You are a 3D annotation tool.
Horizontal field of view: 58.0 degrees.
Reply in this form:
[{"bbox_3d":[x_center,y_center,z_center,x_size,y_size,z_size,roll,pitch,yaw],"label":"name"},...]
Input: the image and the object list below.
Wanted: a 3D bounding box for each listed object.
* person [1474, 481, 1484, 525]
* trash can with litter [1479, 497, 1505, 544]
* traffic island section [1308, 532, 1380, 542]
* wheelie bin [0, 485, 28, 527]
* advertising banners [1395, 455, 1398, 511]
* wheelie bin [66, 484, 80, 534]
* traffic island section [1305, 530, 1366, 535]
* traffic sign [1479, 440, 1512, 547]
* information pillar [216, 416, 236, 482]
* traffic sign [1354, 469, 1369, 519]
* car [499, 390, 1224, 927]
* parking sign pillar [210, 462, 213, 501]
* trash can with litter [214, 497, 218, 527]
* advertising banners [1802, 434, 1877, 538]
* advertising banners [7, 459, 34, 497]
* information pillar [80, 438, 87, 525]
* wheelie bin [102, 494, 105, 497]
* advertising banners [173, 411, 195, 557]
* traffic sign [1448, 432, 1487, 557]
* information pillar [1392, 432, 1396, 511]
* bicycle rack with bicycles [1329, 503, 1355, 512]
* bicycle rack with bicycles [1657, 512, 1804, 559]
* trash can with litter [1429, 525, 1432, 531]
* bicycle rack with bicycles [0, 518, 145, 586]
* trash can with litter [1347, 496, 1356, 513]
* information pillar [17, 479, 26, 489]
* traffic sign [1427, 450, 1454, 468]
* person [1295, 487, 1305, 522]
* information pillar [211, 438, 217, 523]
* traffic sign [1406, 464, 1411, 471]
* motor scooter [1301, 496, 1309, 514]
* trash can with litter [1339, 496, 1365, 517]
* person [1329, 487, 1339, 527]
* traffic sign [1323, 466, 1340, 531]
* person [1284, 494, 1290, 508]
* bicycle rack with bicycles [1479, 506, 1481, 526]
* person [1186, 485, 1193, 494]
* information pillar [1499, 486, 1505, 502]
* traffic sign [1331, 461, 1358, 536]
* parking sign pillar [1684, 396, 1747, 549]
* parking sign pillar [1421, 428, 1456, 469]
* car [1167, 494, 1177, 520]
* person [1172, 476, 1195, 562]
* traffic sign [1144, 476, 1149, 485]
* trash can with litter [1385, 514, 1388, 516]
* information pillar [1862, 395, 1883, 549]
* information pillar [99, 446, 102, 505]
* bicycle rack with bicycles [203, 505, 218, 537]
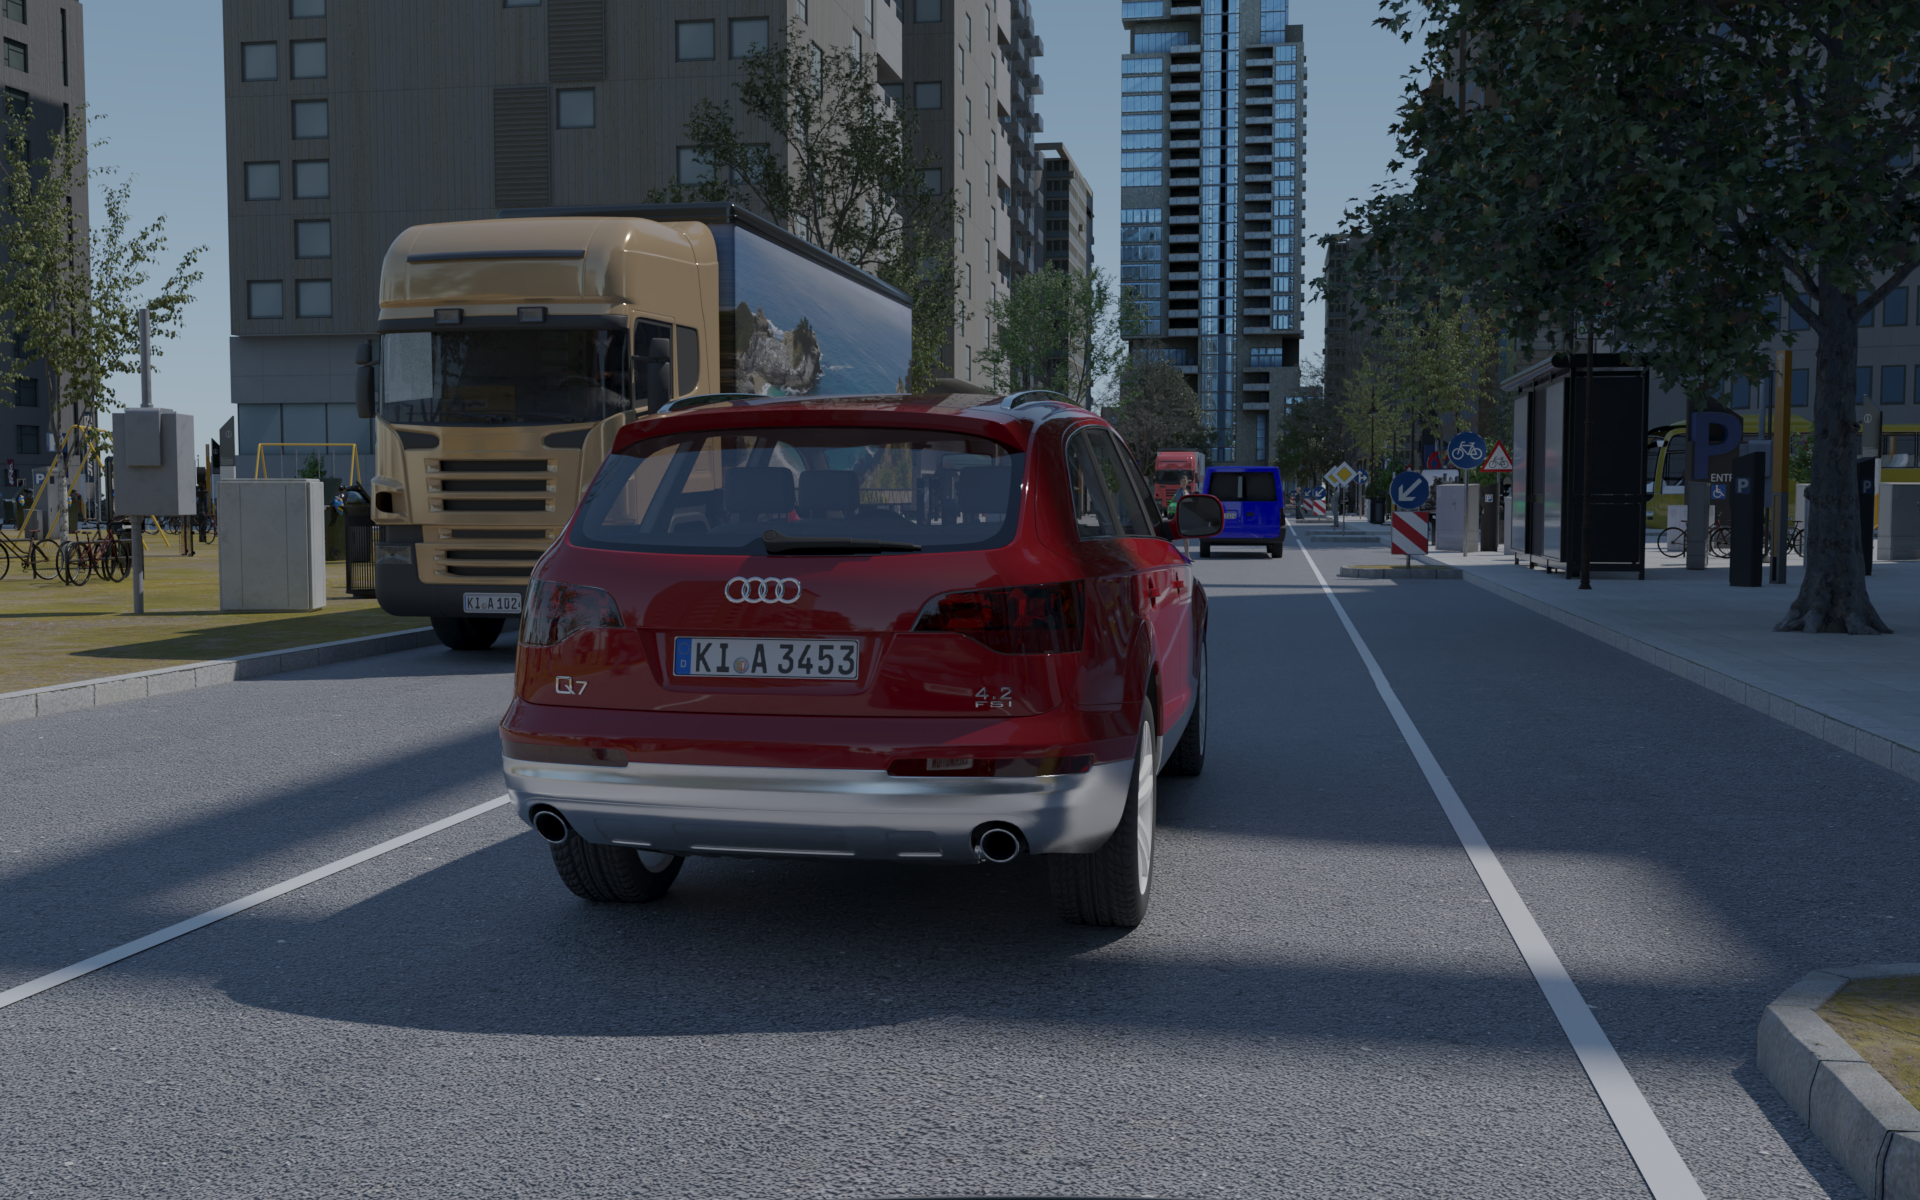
[{"bbox_3d":[16.400,-2.853,55.051,0.656,1.842,0.836,1,4,19],"label":"person"},{"bbox_3d":[13.962,-2.019,44.402,1.055,1.170,0.624,-2,4,-26],"label":"trash can with litter"},{"bbox_3d":[11.730,-1.871,52.872,2.009,0.180,2.903,1,4,10],"label":"traffic island section"},{"bbox_3d":[-39.711,-3.948,72.454,0.980,1.594,0.693,-2,4,-25],"label":"wheelie bin"},{"bbox_3d":[19.289,-4.913,76.510,0.090,3.025,2.074,1,4,17],"label":"advertising banners"},{"bbox_3d":[-28.815,-2.927,55.766,0.980,1.594,0.693,2,4,27],"label":"wheelie bin"},{"bbox_3d":[13.143,-2.352,60.732,2.009,0.180,2.903,1,4,10],"label":"traffic island section"},{"bbox_3d":[12.965,-2.552,41.730,0.884,2.594,0.081,1,4,16],"label":"traffic sign"},{"bbox_3d":[-21.888,-3.698,51.823,0.504,3.616,0.183,1,4,14],"label":"information pillar"},{"bbox_3d":[20.399,-5.385,88.145,0.768,2.556,0.104,1,4,17],"label":"traffic sign"},{"bbox_3d":[-0.055,0.076,7.423,2.281,1.827,5.304,1,4,11],"label":"car"},{"bbox_3d":[-57.839,-8.872,133.524,1.447,3.967,1.447,-3,5,-42],"label":"parking sign pillar"},{"bbox_3d":[-28.991,-3.476,68.226,0.624,1.170,1.055,-2,4,-34],"label":"trash can with litter"},{"bbox_3d":[25.118,-3.261,49.513,2.074,3.025,0.090,3,5,43],"label":"advertising banners"},{"bbox_3d":[-46.881,-5.524,86.512,2.074,3.025,0.090,2,4,27],"label":"advertising banners"},{"bbox_3d":[-36.215,-4.904,71.528,0.183,3.616,0.504,-3,4,-38],"label":"information pillar"},{"bbox_3d":[-54.003,-6.139,108.284,0.980,1.594,0.693,-1,4,-21],"label":"wheelie bin"},{"bbox_3d":[-16.229,-2.444,36.152,0.090,3.025,2.074,-2,4,-33],"label":"advertising banners"},{"bbox_3d":[10.349,-2.159,35.399,0.768,2.556,0.104,1,4,17],"label":"traffic sign"},{"bbox_3d":[16.445,-4.542,65.619,0.183,3.616,0.504,1,4,15],"label":"information pillar"},{"bbox_3d":[27.927,-6.781,124.246,2.925,0.926,2.852,-3,5,-44],"label":"bicycle rack with bicycles"},{"bbox_3d":[15.924,-1.318,34.926,2.925,0.926,2.852,3,5,40],"label":"bicycle rack with bicycles"},{"bbox_3d":[16.461,-3.013,60.318,1.678,1.210,2.233,2,4,32],"label":"trash can with litter"},{"bbox_3d":[-13.094,-0.731,25.337,2.852,0.926,2.925,1,4,9],"label":"bicycle rack with bicycles"},{"bbox_3d":[26.456,-6.413,116.234,0.624,1.170,1.055,-3,4,-36],"label":"trash can with litter"},{"bbox_3d":[-45.444,-4.857,83.903,0.304,2.012,0.304,-1,4,-13],"label":"information pillar"},{"bbox_3d":[14.037,-3.090,50.632,0.768,2.556,0.104,1,4,14],"label":"traffic sign"},{"bbox_3d":[17.443,-4.900,89.039,0.534,1.772,0.576,-1,4,-16],"label":"person"},{"bbox_3d":[-31.028,-4.954,72.360,0.183,3.616,0.504,2,4,31],"label":"information pillar"},{"bbox_3d":[19.429,-4.585,74.973,0.884,2.594,0.081,1,4,11],"label":"traffic sign"},{"bbox_3d":[25.427,-7.003,127.272,0.815,1.314,1.986,1,4,12],"label":"motor scooter"},{"bbox_3d":[22.712,-5.375,98.945,2.233,1.210,1.678,0,4,-3],"label":"trash can with litter"},{"bbox_3d":[16.289,-4.089,75.532,0.466,1.800,0.511,-1,4,-13],"label":"person"},{"bbox_3d":[13.118,-3.487,60.659,0.795,2.450,0.064,1,4,10],"label":"traffic sign"},{"bbox_3d":[34.300,-10.696,183.477,1.348,1.812,0.705,0,4,5],"label":"person"},{"bbox_3d":[23.864,-3.890,76.987,2.852,0.926,2.925,2,4,27],"label":"bicycle rack with bicycles"},{"bbox_3d":[9.254,-3.716,69.604,0.721,1.781,0.623,-2,4,-25],"label":"person"},{"bbox_3d":[28.297,-5.264,90.553,0.304,2.012,0.304,0,4,5],"label":"information pillar"},{"bbox_3d":[11.705,-3.007,52.799,0.795,2.450,0.064,1,4,10],"label":"traffic sign"},{"bbox_3d":[18.013,-3.230,41.280,1.447,3.967,1.447,0,4,3],"label":"parking sign pillar"},{"bbox_3d":[18.861,-4.880,68.261,1.447,3.967,1.447,0,4,5],"label":"parking sign pillar"},{"bbox_3d":[12.450,-5.303,95.505,1.959,1.807,4.718,1,4,12],"label":"car"},{"bbox_3d":[4.689,-1.723,36.694,0.581,1.822,0.654,-3,5,-39],"label":"person"},{"bbox_3d":[12.948,-7.463,122.125,0.768,2.556,0.104,1,4,17],"label":"traffic sign"},{"bbox_3d":[24.615,-5.485,100.731,2.233,1.210,1.678,0,4,0],"label":"trash can with litter"},{"bbox_3d":[21.384,-3.017,40.679,0.183,3.616,0.504,-1,4,-21],"label":"information pillar"},{"bbox_3d":[-42.424,-5.751,85.377,0.183,3.616,0.504,-3,4,-38],"label":"information pillar"},{"bbox_3d":[-17.658,-1.895,44.360,2.925,0.926,2.852,3,4,39],"label":"bicycle rack with bicycles"}]
